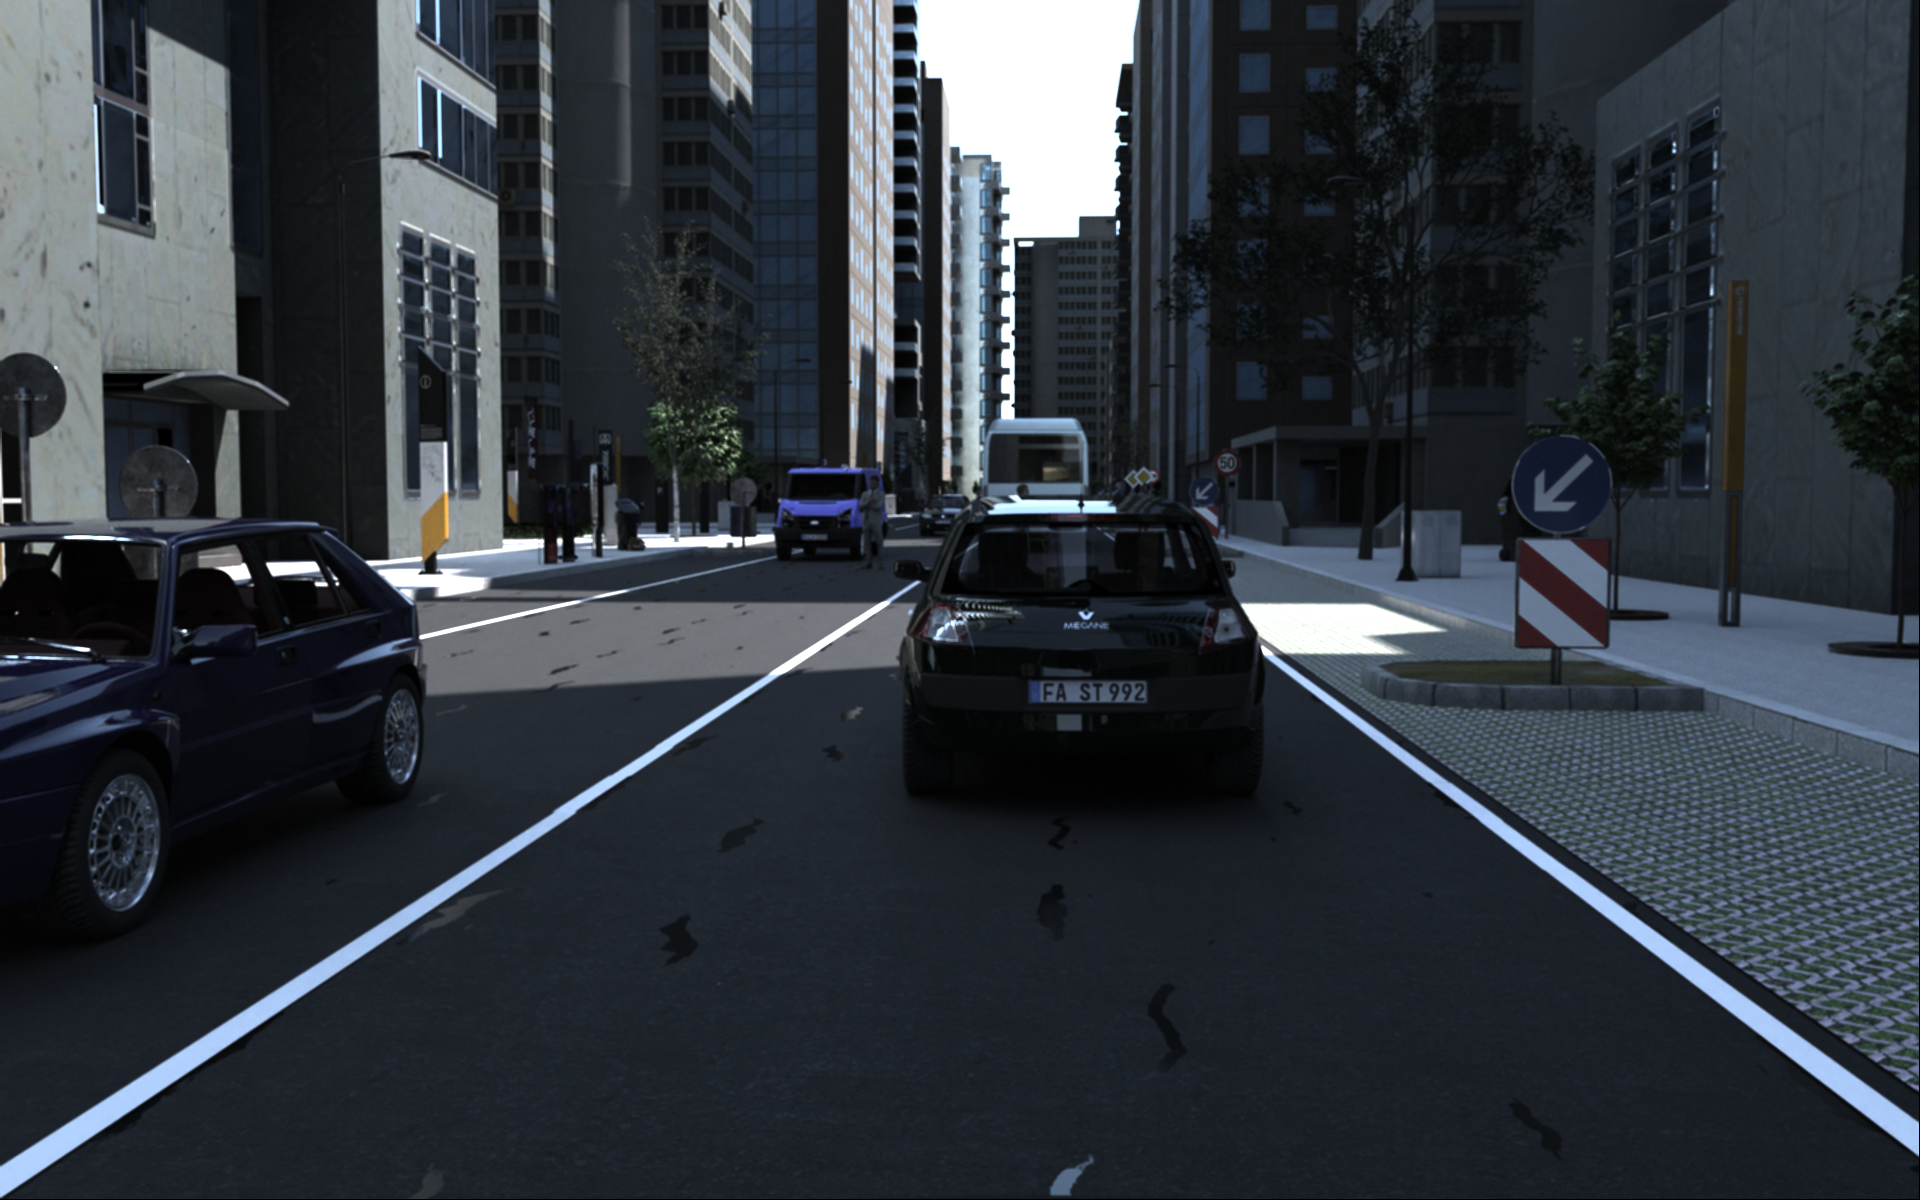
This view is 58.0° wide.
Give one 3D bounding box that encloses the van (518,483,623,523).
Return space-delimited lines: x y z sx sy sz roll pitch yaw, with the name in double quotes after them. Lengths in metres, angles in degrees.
-15.008 -3.639 66.505 4.112 2.044 2.013 0 4 3 "van"

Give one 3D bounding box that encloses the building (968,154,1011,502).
-8.107 -38.051 241.740 30.456 49.044 23.786 0 4 3 "building"

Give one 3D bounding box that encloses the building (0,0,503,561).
-20.614 -43.431 22.762 22.319 86.520 31.000 0 4 3 "building"

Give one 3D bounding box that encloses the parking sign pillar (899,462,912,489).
-4.558 -9.518 144.083 1.447 3.967 1.447 2 4 34 "parking sign pillar"

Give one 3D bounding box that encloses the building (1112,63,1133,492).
26.744 -31.820 174.881 22.147 44.769 28.867 0 4 3 "building"

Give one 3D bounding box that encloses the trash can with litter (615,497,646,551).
-7.450 -1.718 39.482 0.624 1.170 1.055 -2 4 -34 "trash can with litter"

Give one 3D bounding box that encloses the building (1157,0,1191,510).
21.986 -34.063 98.921 21.231 58.520 28.212 0 4 3 "building"

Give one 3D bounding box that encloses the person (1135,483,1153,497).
5.797 -2.836 55.219 0.716 1.782 0.532 0 4 7 "person"

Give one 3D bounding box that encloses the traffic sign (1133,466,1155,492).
6.591 -3.579 62.160 0.795 2.450 0.064 0 4 3 "traffic sign"

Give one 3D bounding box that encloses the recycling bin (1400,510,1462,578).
7.267 -0.868 26.747 0.722 1.027 0.722 0 4 -7 "recycling bin"

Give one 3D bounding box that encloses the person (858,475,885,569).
-1.693 -1.503 33.259 0.511 1.800 0.466 0 4 7 "person"

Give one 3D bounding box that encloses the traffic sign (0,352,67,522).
-8.415 -0.948 15.605 0.768 2.556 0.104 0 4 5 "traffic sign"

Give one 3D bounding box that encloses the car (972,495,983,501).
1.905 -6.792 123.044 2.014 1.417 4.499 0 4 4 "car"

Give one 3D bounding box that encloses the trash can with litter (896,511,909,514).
-4.068 -6.319 114.368 2.233 1.210 1.678 -1 4 -15 "trash can with litter"

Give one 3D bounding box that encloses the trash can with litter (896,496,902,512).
-4.433 -6.557 118.592 0.624 1.170 1.055 1 4 17 "trash can with litter"

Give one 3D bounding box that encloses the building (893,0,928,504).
-13.747 -51.833 160.135 22.319 86.520 31.000 0 4 3 "building"

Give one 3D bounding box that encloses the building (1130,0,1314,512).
22.384 -30.752 152.900 14.600 45.320 14.200 0 4 3 "building"

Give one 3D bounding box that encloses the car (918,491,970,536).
-0.420 -3.114 60.700 2.009 1.686 4.222 0 4 4 "car"

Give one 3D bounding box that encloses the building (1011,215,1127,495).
19.278 -33.786 244.289 23.993 40.220 32.217 0 4 3 "building"

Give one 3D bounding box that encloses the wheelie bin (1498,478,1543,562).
10.753 -1.534 32.993 0.980 1.594 0.693 -1 4 -19 "wheelie bin"

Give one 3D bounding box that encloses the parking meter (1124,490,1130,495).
11.421 -6.739 118.588 0.372 1.533 0.369 0 3 0 "parking meter"

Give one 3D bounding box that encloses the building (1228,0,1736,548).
24.364 -21.742 47.370 32.217 40.220 23.993 0 4 3 "building"

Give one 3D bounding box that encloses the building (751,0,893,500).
-12.600 -29.503 132.488 14.600 45.320 14.200 0 4 3 "building"

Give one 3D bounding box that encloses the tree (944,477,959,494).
-0.657 -11.044 175.176 1.663 3.219 1.824 0 3 0 "tree"

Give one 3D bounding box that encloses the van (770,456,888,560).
-2.886 -2.133 39.266 2.240 2.365 5.245 0 4 4 "van"

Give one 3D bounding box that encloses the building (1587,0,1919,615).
20.739 -42.658 10.129 22.319 86.520 31.000 0 4 3 "building"

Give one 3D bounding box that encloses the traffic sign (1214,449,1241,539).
7.618 -3.018 49.447 0.768 2.556 0.104 0 4 5 "traffic sign"

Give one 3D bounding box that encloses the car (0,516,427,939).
-3.506 0.352 6.831 1.945 1.354 3.894 0 4 2 "car"

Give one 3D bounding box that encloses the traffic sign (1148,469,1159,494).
9.619 -5.309 86.908 0.768 2.556 0.104 0 4 7 "traffic sign"

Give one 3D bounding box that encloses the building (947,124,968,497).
-15.163 -36.103 209.888 30.456 49.044 23.786 0 4 3 "building"

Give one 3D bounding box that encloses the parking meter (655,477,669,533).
-9.869 -3.154 57.285 0.399 1.863 0.255 1 4 21 "parking meter"

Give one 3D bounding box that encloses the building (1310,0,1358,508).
21.534 -29.262 128.542 14.600 45.320 14.200 0 4 3 "building"

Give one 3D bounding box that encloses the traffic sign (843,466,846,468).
-4.186 -3.615 62.755 0.795 2.450 0.064 0 4 3 "traffic sign"

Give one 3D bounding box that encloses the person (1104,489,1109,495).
9.562 -6.258 111.168 0.716 1.782 0.532 1 4 16 "person"

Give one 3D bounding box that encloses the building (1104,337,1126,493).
31.324 -21.993 204.623 27.650 21.520 28.899 0 4 3 "building"

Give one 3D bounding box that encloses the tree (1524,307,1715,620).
6.868 -1.438 18.119 1.663 3.219 1.824 0 3 0 "tree"

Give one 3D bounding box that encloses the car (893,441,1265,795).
0.602 0.008 9.660 2.009 1.686 4.222 0 4 1 "car"

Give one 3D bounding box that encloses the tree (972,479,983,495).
2.000 -13.623 217.329 1.663 3.219 1.824 0 3 0 "tree"

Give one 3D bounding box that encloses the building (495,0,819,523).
-23.178 -23.939 83.282 32.217 40.220 23.993 0 4 3 "building"

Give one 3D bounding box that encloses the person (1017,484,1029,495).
1.069 -1.189 29.751 0.330 1.601 0.589 2 4 27 "person"

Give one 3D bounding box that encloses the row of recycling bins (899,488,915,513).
-3.824 -7.027 122.007 1.069 1.692 3.534 0 4 7 "row of recycling bins"

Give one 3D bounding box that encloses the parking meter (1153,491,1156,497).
10.923 -5.495 98.256 0.372 1.533 0.369 0 3 0 "parking meter"

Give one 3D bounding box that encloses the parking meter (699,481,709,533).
-8.473 -3.160 57.380 0.255 1.863 0.399 -1 4 -19 "parking meter"

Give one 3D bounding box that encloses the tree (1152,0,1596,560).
7.886 -6.048 33.290 8.767 10.594 7.601 0 4 6 "tree"

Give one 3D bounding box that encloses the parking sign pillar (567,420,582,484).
-14.112 -4.579 63.343 1.447 3.967 1.447 -1 4 -17 "parking sign pillar"

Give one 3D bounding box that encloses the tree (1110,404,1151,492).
13.993 -11.586 139.786 4.360 8.622 3.978 0 3 0 "tree"

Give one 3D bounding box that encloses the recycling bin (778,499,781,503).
-9.938 -5.266 98.658 0.722 1.027 0.722 3 4 38 "recycling bin"

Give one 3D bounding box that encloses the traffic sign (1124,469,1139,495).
7.018 -4.067 70.134 0.795 2.450 0.064 0 4 3 "traffic sign"

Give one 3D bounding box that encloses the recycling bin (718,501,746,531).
-7.980 -2.938 60.588 0.722 1.027 0.722 2 4 31 "recycling bin"

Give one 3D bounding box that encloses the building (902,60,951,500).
-8.306 -32.635 183.693 14.600 45.320 14.200 0 4 3 "building"

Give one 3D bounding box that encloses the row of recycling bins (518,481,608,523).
-13.045 -3.059 57.136 1.069 1.692 3.534 3 4 39 "row of recycling bins"
